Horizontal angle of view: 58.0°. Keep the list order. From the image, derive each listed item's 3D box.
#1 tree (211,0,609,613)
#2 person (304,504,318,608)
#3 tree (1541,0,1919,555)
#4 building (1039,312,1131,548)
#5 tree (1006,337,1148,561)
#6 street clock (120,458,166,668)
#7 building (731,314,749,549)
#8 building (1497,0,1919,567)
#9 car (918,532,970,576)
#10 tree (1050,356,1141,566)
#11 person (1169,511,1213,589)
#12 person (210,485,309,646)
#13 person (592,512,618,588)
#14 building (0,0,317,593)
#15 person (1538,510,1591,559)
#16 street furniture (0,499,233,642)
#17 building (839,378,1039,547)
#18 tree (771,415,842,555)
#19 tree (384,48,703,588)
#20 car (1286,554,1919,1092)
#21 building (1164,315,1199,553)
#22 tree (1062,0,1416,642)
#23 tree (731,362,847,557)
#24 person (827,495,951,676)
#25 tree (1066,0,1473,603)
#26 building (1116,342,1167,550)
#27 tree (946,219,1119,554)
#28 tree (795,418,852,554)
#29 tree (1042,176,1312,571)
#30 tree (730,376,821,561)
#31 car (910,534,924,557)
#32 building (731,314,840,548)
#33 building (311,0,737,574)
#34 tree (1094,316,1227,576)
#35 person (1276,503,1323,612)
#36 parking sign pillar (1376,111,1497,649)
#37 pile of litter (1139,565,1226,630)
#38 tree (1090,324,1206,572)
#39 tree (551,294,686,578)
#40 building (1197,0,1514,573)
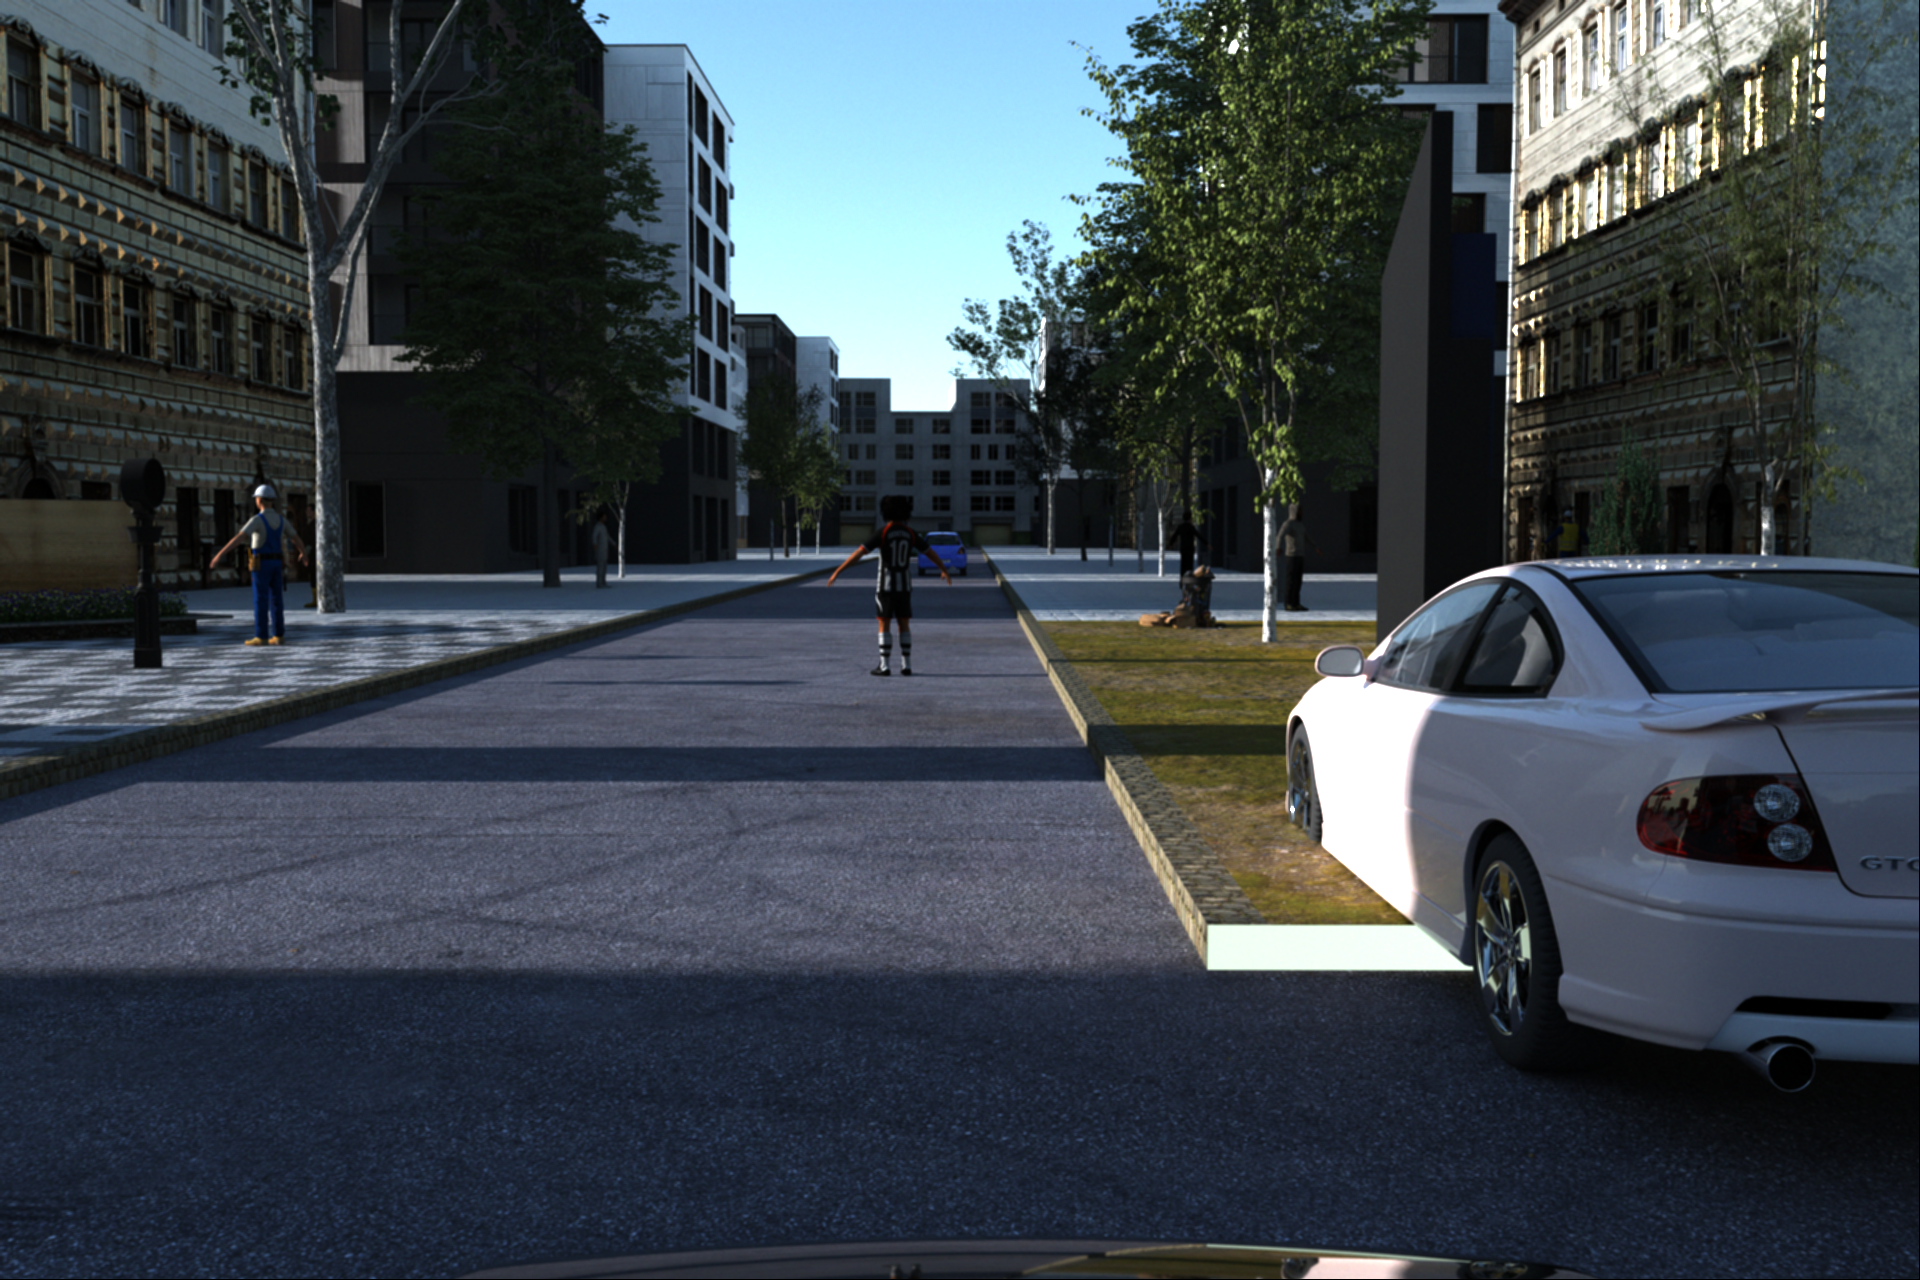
[{"bbox_3d":[-9.039,-10.447,26.694,12.611,20.169,13.585,0,3,0],"label":"tree"},{"bbox_3d":[-11.307,-1.475,30.257,0.704,1.812,1.346,-1,4,-17],"label":"person"},{"bbox_3d":[9.517,-4.246,19.786,4.360,8.622,3.978,0,3,0],"label":"tree"},{"bbox_3d":[21.834,-20.308,176.004,27.936,21.610,32.646,0,4,0],"label":"building"},{"bbox_3d":[5.619,-9.069,82.683,7.601,10.594,8.767,1,4,12],"label":"tree"},{"bbox_3d":[-7.800,-0.735,16.583,0.358,2.002,0.471,0,3,0],"label":"street clock"},{"bbox_3d":[-24.623,-17.757,146.744,16.016,20.090,11.380,0,4,1],"label":"building"},{"bbox_3d":[25.061,-12.829,40.688,19.493,23.208,18.063,0,4,0],"label":"building"},{"bbox_3d":[-0.613,-3.113,60.486,1.945,1.707,3.694,0,4,-1],"label":"car"},{"bbox_3d":[6.088,-7.243,68.779,4.360,8.622,3.978,0,3,0],"label":"tree"},{"bbox_3d":[5.311,-2.087,40.302,0.705,1.806,1.347,-3,4,-38],"label":"person"},{"bbox_3d":[-8.030,-0.866,20.023,0.705,1.847,1.347,2,4,28],"label":"person"},{"bbox_3d":[-8.486,-2.139,41.166,0.705,1.806,1.347,1,4,10],"label":"person"},{"bbox_3d":[-26.559,-12.626,37.366,19.493,23.208,18.063,0,4,0],"label":"building"},{"bbox_3d":[14.217,-2.115,40.551,1.349,1.833,0.705,-1,4,-8],"label":"person"},{"bbox_3d":[-14.449,-0.850,20.748,11.010,1.723,9.812,3,4,36],"label":"street furniture"},{"bbox_3d":[-0.888,-20.475,203.672,31.486,18.905,16.747,0,4,-3],"label":"building"},{"bbox_3d":[-9.476,-9.394,103.959,4.737,8.622,4.395,0,3,0],"label":"tree"},{"bbox_3d":[-10.273,-7.551,41.581,7.486,12.596,7.792,0,3,0],"label":"tree"},{"bbox_3d":[2.381,0.389,6.004,2.083,1.381,4.827,0,3,0],"label":"car"},{"bbox_3d":[25.526,-18.187,128.289,19.493,23.208,18.063,0,4,0],"label":"building"},{"bbox_3d":[3.461,-4.277,20.294,4.737,8.622,4.395,0,3,0],"label":"tree"},{"bbox_3d":[-9.837,-9.805,94.728,7.601,10.594,8.767,-2,4,-25],"label":"tree"},{"bbox_3d":[-0.676,-0.546,17.532,1.345,1.843,0.704,-2,4,-24],"label":"person"},{"bbox_3d":[5.884,-7.000,32.579,7.486,12.596,7.792,0,3,0],"label":"tree"},{"bbox_3d":[23.402,-19.338,147.105,19.493,23.208,18.063,0,4,0],"label":"building"},{"bbox_3d":[4.459,-15.378,107.319,12.611,20.169,13.585,0,3,0],"label":"tree"},{"bbox_3d":[-9.022,-9.793,110.484,4.737,8.622,4.395,0,3,0],"label":"tree"},{"bbox_3d":[5.617,-6.738,44.572,7.601,10.594,8.767,0,4,-5],"label":"tree"},{"bbox_3d":[-8.657,-8.030,81.658,4.737,8.622,4.395,0,3,0],"label":"tree"},{"bbox_3d":[-2.715,-5.041,94.211,2.131,1.459,4.920,0,4,1],"label":"car"},{"bbox_3d":[-27.454,-20.384,177.244,27.936,21.610,32.646,0,4,1],"label":"building"},{"bbox_3d":[-25.392,-13.867,70.693,27.936,21.610,32.646,0,4,1],"label":"building"},{"bbox_3d":[6.090,-6.217,52.017,4.737,8.622,4.395,0,3,0],"label":"tree"},{"bbox_3d":[5.588,-1.385,28.779,0.705,1.813,1.348,3,5,43],"label":"person"},{"bbox_3d":[3.207,-1.425,11.779,1.447,3.967,1.447,0,4,0],"label":"parking sign pillar"},{"bbox_3d":[3.078,-0.616,24.044,1.176,0.858,1.719,0,4,-2],"label":"pile of litter"},{"bbox_3d":[5.963,-6.574,57.854,4.360,8.622,3.978,0,3,0],"label":"tree"},{"bbox_3d":[-9.926,-6.131,50.608,4.360,8.622,3.978,0,3,0],"label":"tree"},{"bbox_3d":[23.617,-13.949,72.044,27.936,21.610,32.646,0,4,1],"label":"building"}]
